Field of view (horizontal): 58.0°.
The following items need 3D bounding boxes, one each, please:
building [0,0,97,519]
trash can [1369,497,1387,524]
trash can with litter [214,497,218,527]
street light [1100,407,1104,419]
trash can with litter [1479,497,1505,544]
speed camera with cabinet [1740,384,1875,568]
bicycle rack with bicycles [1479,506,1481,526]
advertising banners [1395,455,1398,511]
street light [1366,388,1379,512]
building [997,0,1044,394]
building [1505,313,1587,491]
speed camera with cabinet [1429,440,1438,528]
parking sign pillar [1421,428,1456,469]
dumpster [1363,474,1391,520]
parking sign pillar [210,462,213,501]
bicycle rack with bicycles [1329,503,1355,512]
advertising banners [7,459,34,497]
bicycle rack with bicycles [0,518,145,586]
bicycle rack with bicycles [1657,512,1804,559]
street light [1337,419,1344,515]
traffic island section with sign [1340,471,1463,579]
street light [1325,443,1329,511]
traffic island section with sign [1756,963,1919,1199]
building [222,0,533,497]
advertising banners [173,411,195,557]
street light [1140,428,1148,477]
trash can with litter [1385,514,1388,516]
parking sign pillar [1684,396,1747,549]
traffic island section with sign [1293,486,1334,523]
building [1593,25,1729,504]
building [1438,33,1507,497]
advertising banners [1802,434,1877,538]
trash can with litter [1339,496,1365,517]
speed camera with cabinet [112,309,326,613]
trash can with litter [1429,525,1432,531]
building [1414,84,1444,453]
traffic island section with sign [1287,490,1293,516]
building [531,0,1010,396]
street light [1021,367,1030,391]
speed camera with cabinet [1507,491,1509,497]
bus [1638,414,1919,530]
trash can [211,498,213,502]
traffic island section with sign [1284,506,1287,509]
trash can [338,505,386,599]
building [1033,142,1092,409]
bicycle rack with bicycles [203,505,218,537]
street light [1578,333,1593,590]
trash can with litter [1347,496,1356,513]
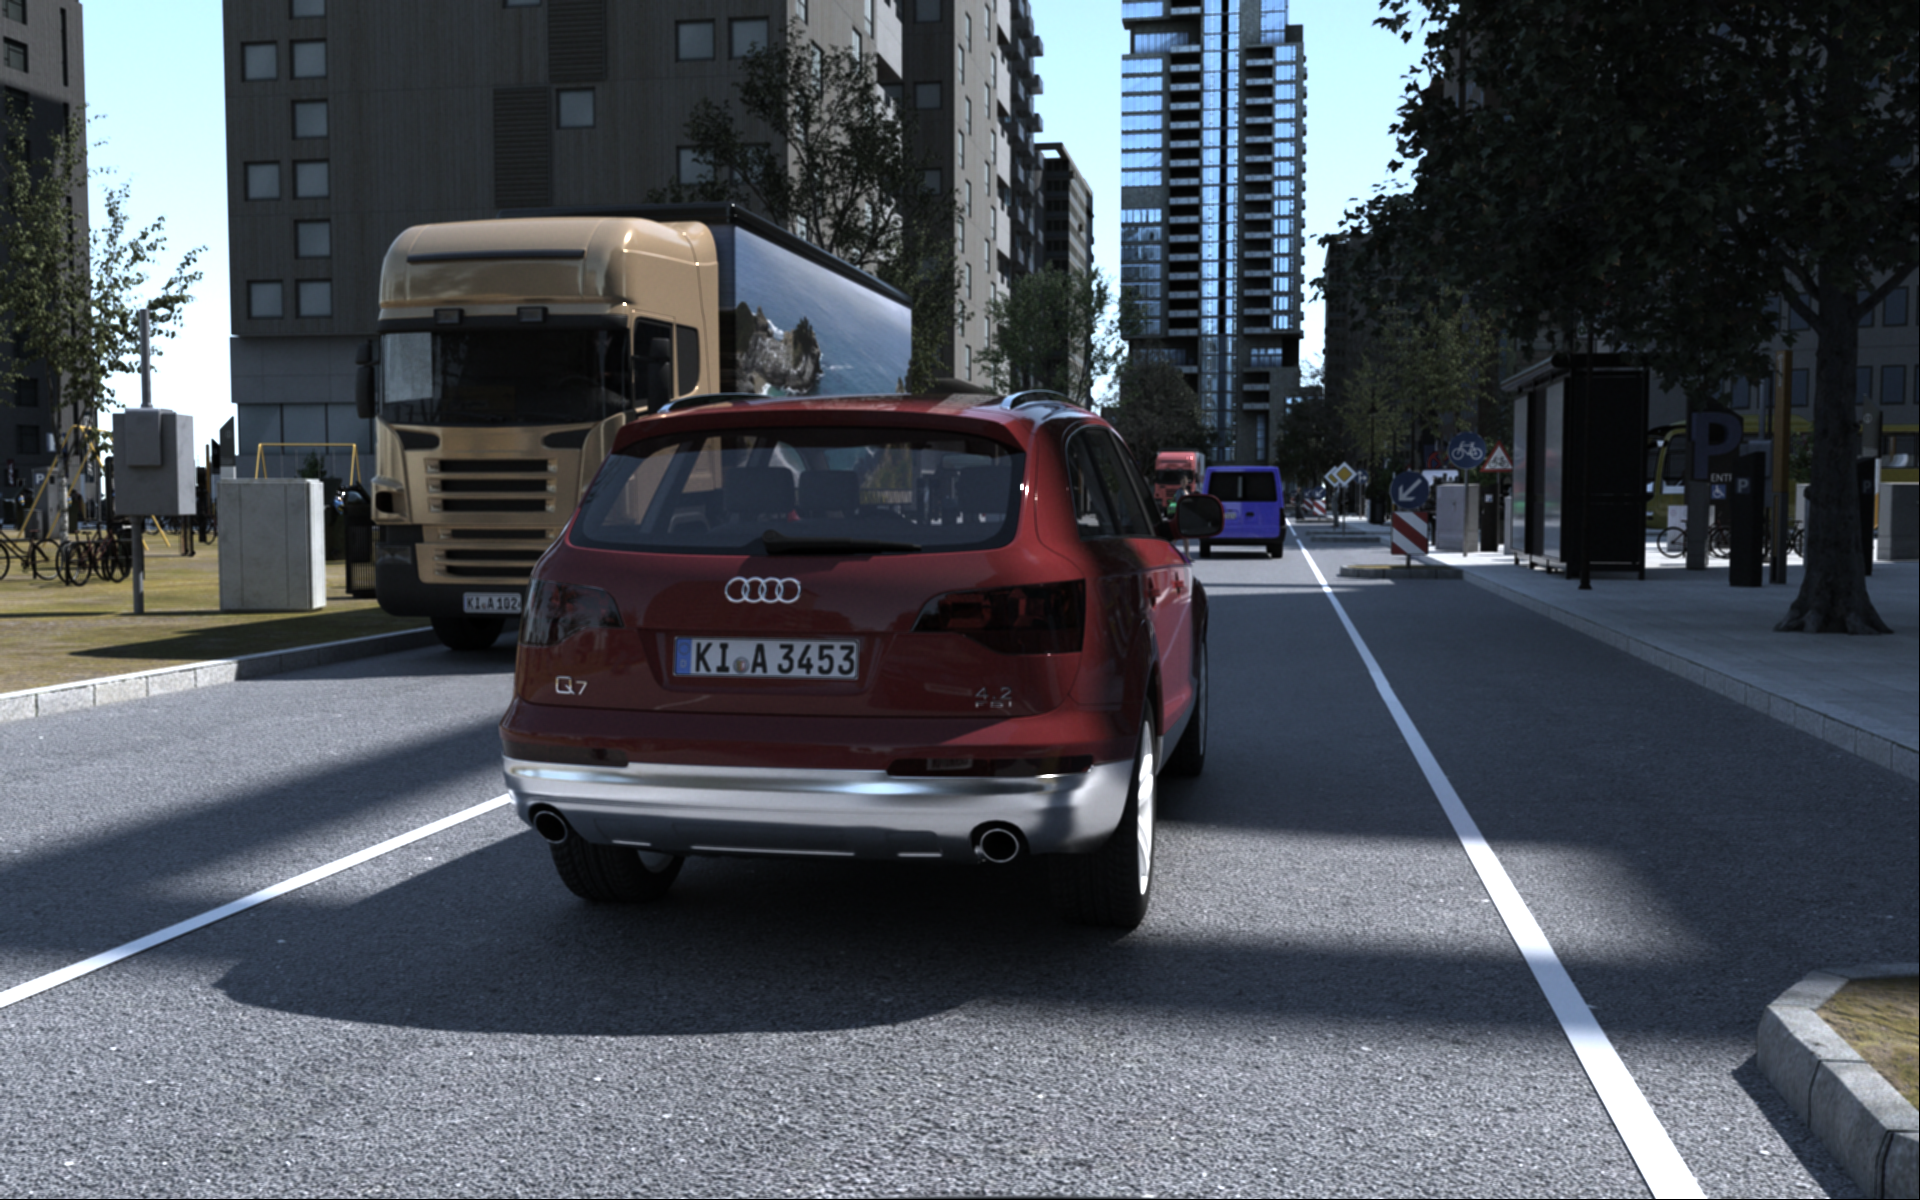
[{"bbox_3d":[-56.665,-19.559,91.483,14.107,30.474,14.160,1,4,10],"label":"building"},{"bbox_3d":[17.736,-3.784,73.524,0.748,1.137,0.748,0,3,0],"label":"trash can"},{"bbox_3d":[-28.991,-3.476,68.226,0.624,1.170,1.055,-2,4,-34],"label":"trash can with litter"},{"bbox_3d":[7.523,-7.272,91.682,0.468,5.910,1.993,1,4,10],"label":"street light"},{"bbox_3d":[13.962,-2.019,44.402,1.055,1.170,0.624,-2,4,-26],"label":"trash can with litter"},{"bbox_3d":[14.465,-2.156,29.592,2.038,3.252,0.660,3,4,37],"label":"speed camera with cabinet"},{"bbox_3d":[23.864,-3.890,76.987,2.852,0.926,2.925,2,4,27],"label":"bicycle rack with bicycles"},{"bbox_3d":[19.289,-4.913,76.510,0.090,3.025,2.074,1,4,17],"label":"advertising banners"},{"bbox_3d":[17.968,-6.281,75.489,0.468,5.910,1.993,1,4,10],"label":"street light"},{"bbox_3d":[-4.590,-32.795,155.802,23.786,49.044,30.456,1,4,10],"label":"building"},{"bbox_3d":[45.914,-26.848,122.557,14.154,41.232,14.086,1,4,10],"label":"building"},{"bbox_3d":[17.342,-4.285,64.395,0.660,3.252,2.038,0,4,1],"label":"speed camera with cabinet"},{"bbox_3d":[18.861,-4.880,68.261,1.447,3.967,1.447,0,4,5],"label":"parking sign pillar"},{"bbox_3d":[20.574,-5.035,84.821,1.502,2.255,1.985,1,4,10],"label":"dumpster"},{"bbox_3d":[-57.839,-8.872,133.524,1.447,3.967,1.447,-3,5,-42],"label":"parking sign pillar"},{"bbox_3d":[27.927,-6.781,124.246,2.925,0.926,2.852,-3,5,-44],"label":"bicycle rack with bicycles"},{"bbox_3d":[-46.881,-5.524,86.512,2.074,3.025,0.090,2,4,27],"label":"advertising banners"},{"bbox_3d":[-13.094,-0.731,25.337,2.852,0.926,2.925,1,4,9],"label":"bicycle rack with bicycles"},{"bbox_3d":[15.924,-1.318,34.926,2.925,0.926,2.852,3,5,40],"label":"bicycle rack with bicycles"},{"bbox_3d":[22.946,-8.054,104.475,0.468,5.910,1.993,1,4,10],"label":"street light"},{"bbox_3d":[7.673,-1.321,30.225,1.989,1.847,2.006,1,4,10],"label":"traffic island section with sign"},{"bbox_3d":[28.201,-9.795,132.941,0.468,5.910,1.993,1,4,10],"label":"street light"},{"bbox_3d":[2.899,0.302,3.695,1.989,1.847,2.006,1,4,10],"label":"traffic island section with sign"},{"bbox_3d":[-18.359,-30.600,89.556,28.713,52.752,27.495,1,4,10],"label":"building"},{"bbox_3d":[-16.229,-2.444,36.152,0.090,3.025,2.074,-2,4,-33],"label":"advertising banners"},{"bbox_3d":[12.753,-9.036,120.520,0.468,5.910,1.993,1,4,10],"label":"street light"},{"bbox_3d":[24.615,-5.485,100.731,2.233,1.210,1.678,0,4,0],"label":"trash can with litter"},{"bbox_3d":[18.013,-3.230,41.280,1.447,3.967,1.447,0,4,3],"label":"parking sign pillar"},{"bbox_3d":[17.623,-4.704,85.543,1.989,1.847,2.006,1,4,10],"label":"traffic island section with sign"},{"bbox_3d":[43.500,-32.514,73.598,28.212,58.520,21.231,1,4,10],"label":"building"},{"bbox_3d":[51.801,-31.090,158.435,14.600,45.320,14.200,1,4,10],"label":"building"},{"bbox_3d":[25.118,-3.261,49.513,2.074,3.025,0.090,3,5,43],"label":"advertising banners"},{"bbox_3d":[22.712,-5.375,98.945,2.233,1.210,1.678,0,4,-3],"label":"trash can with litter"},{"bbox_3d":[-8.040,-1.498,18.828,2.038,3.252,0.660,0,4,-5],"label":"speed camera with cabinet"},{"bbox_3d":[16.461,-3.013,60.318,1.678,1.210,2.233,2,4,32],"label":"trash can with litter"},{"bbox_3d":[58.968,-32.104,179.529,22.147,44.769,28.867,1,4,10],"label":"building"},{"bbox_3d":[22.384,-6.327,112.076,1.989,1.847,2.006,1,4,10],"label":"traffic island section with sign"},{"bbox_3d":[-11.245,-32.724,124.275,28.713,52.752,27.495,1,4,10],"label":"building"},{"bbox_3d":[2.411,-5.523,63.092,0.468,5.910,1.993,1,4,10],"label":"street light"},{"bbox_3d":[34.423,-7.019,109.099,2.038,3.252,0.660,3,4,36],"label":"speed camera with cabinet"},{"bbox_3d":[27.192,-3.807,53.785,12.252,3.916,2.896,1,4,9],"label":"bus"},{"bbox_3d":[-46.654,-5.877,107.747,0.748,1.137,0.748,0,3,0],"label":"trash can"},{"bbox_3d":[31.177,-9.317,160.968,1.989,1.847,2.006,1,4,10],"label":"traffic island section with sign"},{"bbox_3d":[-7.274,-0.596,21.393,0.748,1.137,0.748,0,3,0],"label":"trash can"},{"bbox_3d":[1.462,-30.335,187.866,23.993,40.220,32.217,1,4,10],"label":"building"},{"bbox_3d":[-17.658,-1.895,44.360,2.925,0.926,2.852,3,4,39],"label":"bicycle rack with bicycles"},{"bbox_3d":[8.422,-3.081,23.157,0.468,5.910,1.993,1,4,10],"label":"street light"},{"bbox_3d":[26.456,-6.413,116.234,0.624,1.170,1.055,-3,4,-36],"label":"trash can with litter"}]
